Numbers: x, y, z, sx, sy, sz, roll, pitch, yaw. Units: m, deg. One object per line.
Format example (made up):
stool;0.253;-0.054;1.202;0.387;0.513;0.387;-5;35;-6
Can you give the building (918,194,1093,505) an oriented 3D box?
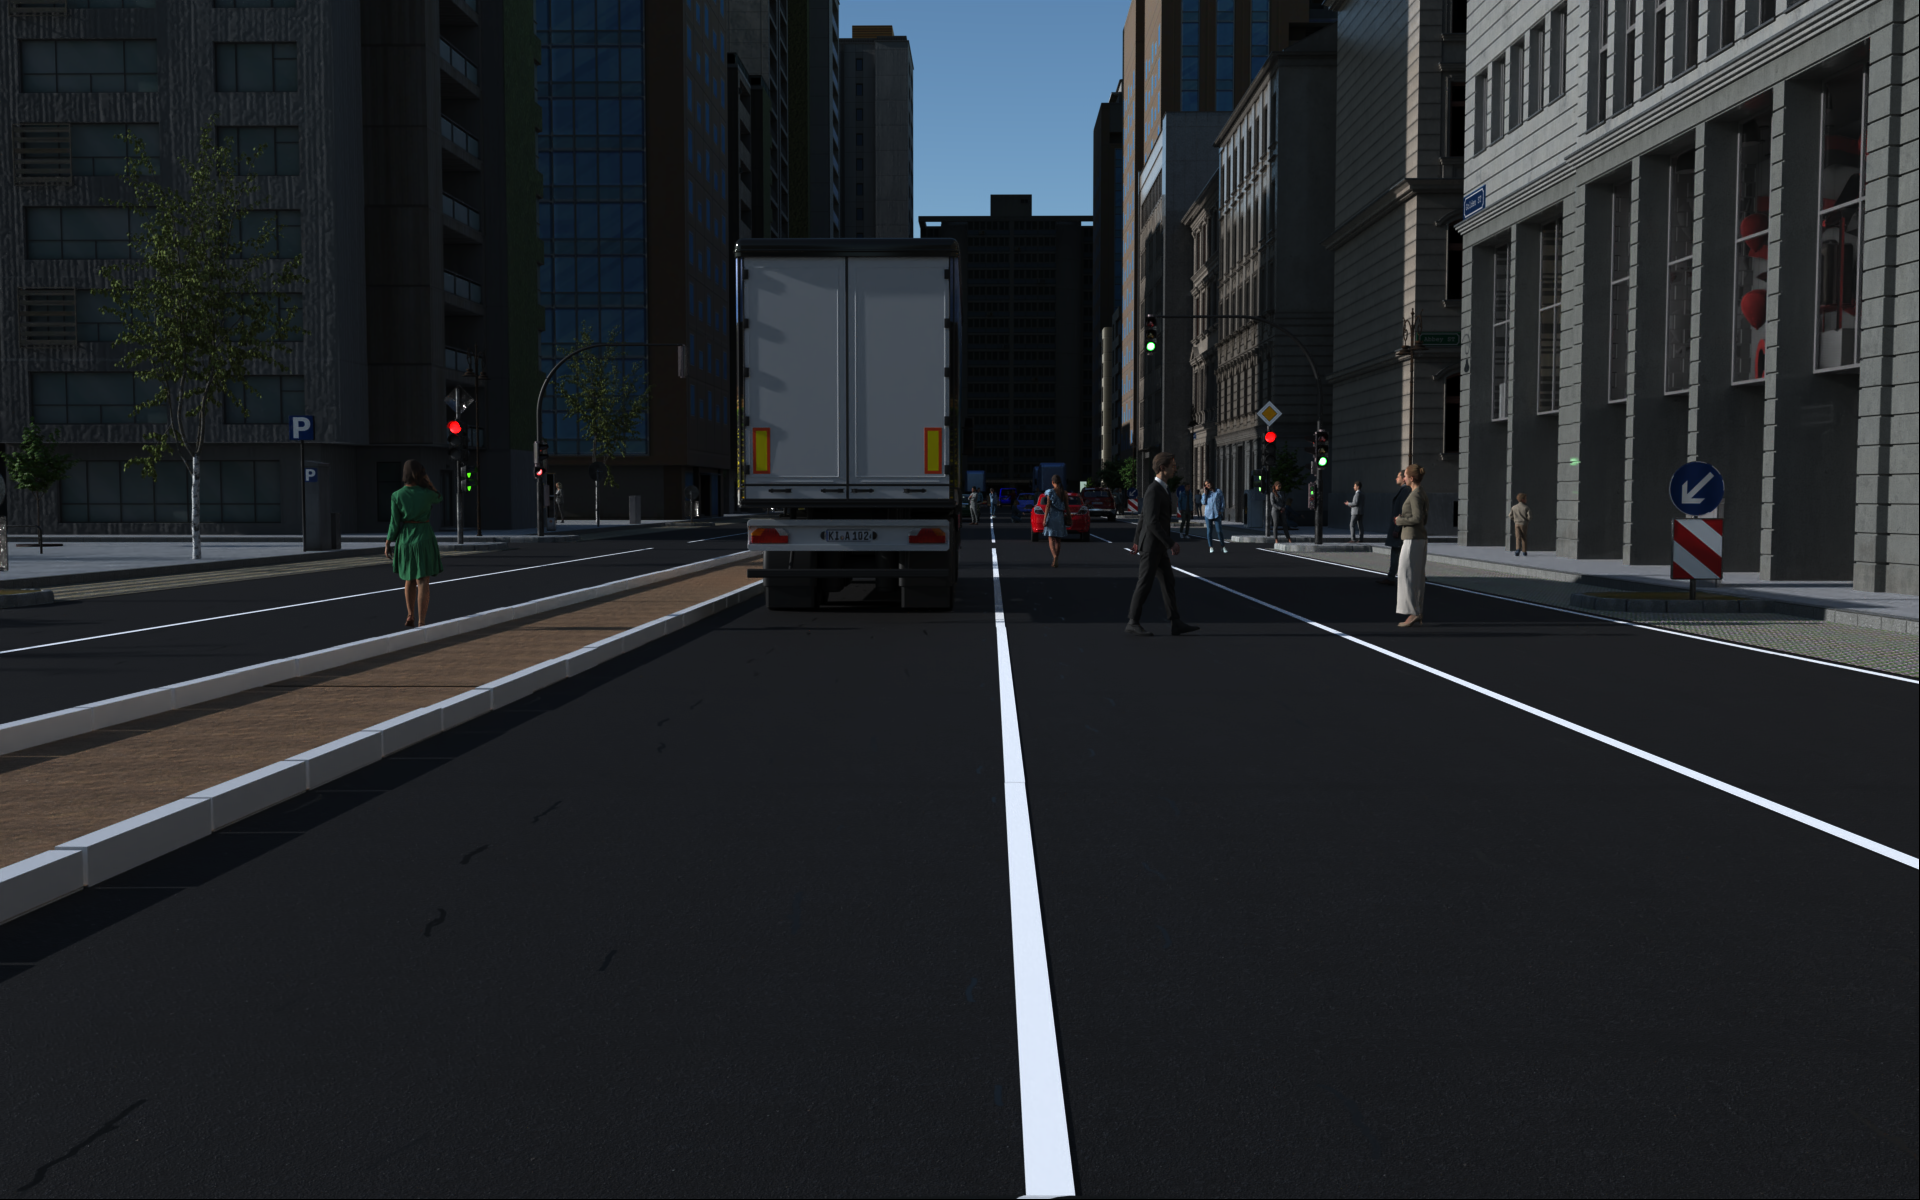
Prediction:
building;6.615;-32.753;227.386;23.993;40.220;32.217;0;4;1

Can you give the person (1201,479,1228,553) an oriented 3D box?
person;6.236;-2.057;42.391;0.793;1.790;0.793;-1;4;-12

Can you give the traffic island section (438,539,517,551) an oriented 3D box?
traffic island section;-12.876;-1.364;44.584;2.009;0.180;2.903;0;4;1

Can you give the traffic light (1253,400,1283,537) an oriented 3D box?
traffic light;9.258;-3.863;52.078;0.839;4.253;0.868;0;4;1

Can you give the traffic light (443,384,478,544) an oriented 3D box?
traffic light;-12.836;-3.396;44.449;0.839;4.253;0.868;0;4;1

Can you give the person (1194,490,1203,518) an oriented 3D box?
person;12.747;-5.113;92.242;0.503;1.515;0.523;0;4;-5

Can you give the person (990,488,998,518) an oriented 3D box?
person;2.042;-5.918;105.518;0.793;1.790;0.793;1;4;14

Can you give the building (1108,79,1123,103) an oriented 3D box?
building;32.332;-38.899;225.235;27.495;52.752;28.713;0;4;1

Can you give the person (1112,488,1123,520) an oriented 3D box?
person;8.775;-5.395;97.194;0.782;1.767;0.515;3;5;39

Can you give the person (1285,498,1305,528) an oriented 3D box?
person;12.082;-3.173;63.417;0.738;1.151;1.012;-1;4;-13

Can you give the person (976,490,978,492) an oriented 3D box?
person;1.466;-8.561;148.617;0.705;1.807;1.348;2;4;26

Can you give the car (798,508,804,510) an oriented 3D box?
car;-5.740;-3.580;68.762;2.015;1.641;3.980;0;4;-1

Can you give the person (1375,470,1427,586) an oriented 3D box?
person;6.920;-1.133;27.125;0.767;1.812;0.694;2;4;23

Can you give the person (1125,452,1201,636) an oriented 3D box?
person;2.046;-0.562;17.471;0.755;1.850;0.659;1;4;12

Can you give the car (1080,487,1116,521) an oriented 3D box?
car;7.237;-5.125;92.462;2.281;1.827;5.304;0;4;3

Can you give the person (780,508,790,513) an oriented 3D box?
person;-5.747;-3.014;57.885;0.850;1.850;0.679;-3;4;-36

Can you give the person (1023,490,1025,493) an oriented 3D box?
person;5.264;-8.217;142.949;0.705;1.812;1.348;3;5;43

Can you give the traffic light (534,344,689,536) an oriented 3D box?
traffic light;-10.608;-4.756;52.433;4.771;5.953;1.251;0;4;1

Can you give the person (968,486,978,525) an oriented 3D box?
person;0.597;-4.427;81.064;0.511;1.800;0.466;3;5;41

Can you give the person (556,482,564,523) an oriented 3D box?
person;-17.711;-4.290;76.362;0.526;1.800;0.537;-3;4;-37

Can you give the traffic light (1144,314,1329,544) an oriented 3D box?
traffic light;7.029;-4.240;43.988;4.771;5.953;1.251;0;4;1

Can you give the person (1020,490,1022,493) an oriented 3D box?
person;5.671;-9.286;160.407;0.705;1.814;1.350;0;4;-1

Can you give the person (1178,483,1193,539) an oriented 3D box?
person;7.227;-2.851;55.464;0.601;1.785;0.444;-1;4;-17

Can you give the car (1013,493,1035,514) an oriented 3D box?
car;4.389;-6.283;112.324;1.945;1.707;3.694;0;4;2

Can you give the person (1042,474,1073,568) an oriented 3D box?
person;1.908;-1.537;33.717;0.616;1.811;0.778;0;4;-6

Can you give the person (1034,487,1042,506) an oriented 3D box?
person;4.386;-5.473;98.078;0.635;1.810;0.391;2;4;33

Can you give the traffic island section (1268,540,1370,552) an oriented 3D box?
traffic island section;9.162;-1.341;44.208;2.009;0.180;2.903;0;4;1

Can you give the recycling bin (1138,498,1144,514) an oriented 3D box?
recycling bin;12.029;-6.171;113.454;0.722;1.027;0.722;0;4;2

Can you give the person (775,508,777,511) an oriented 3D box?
person;-13.840;-7.528;129.218;0.705;1.812;1.348;3;4;36

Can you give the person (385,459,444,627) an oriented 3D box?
person;-5.724;-0.577;18.182;0.600;1.795;0.529;-1;4;-19

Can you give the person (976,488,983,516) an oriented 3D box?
person;1.224;-6.263;110.758;0.638;1.841;0.748;3;4;38

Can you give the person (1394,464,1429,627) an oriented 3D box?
person;4.904;-0.600;18.858;0.362;1.759;0.519;2;4;25

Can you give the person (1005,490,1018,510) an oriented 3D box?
person;4.662;-8.827;152.753;1.348;1.831;0.705;0;4;-6

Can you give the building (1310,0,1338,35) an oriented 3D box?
building;22.086;-29.800;137.343;14.600;45.320;14.200;0;4;1

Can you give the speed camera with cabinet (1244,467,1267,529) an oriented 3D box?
speed camera with cabinet;11.129;-4.326;65.070;0.660;3.252;2.038;0;4;-1

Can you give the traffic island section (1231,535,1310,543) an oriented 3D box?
traffic island section;9.298;-1.829;52.192;2.009;0.180;2.903;0;4;1

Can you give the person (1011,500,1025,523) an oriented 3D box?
person;2.890;-4.411;86.116;0.738;1.151;1.012;0;4;5

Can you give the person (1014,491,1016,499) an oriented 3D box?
person;5.463;-10.242;176.506;0.434;1.755;0.990;2;4;25

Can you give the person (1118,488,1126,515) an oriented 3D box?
person;10.294;-6.261;111.040;0.661;1.801;0.590;1;4;9

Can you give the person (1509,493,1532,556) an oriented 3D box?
person;11.604;-1.562;35.860;0.475;1.303;0.640;1;4;22

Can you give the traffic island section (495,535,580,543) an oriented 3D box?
traffic island section;-12.741;-1.852;52.568;2.009;0.180;2.903;0;4;1

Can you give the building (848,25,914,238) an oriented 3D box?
building;-20.111;-41.590;221.994;28.212;58.520;21.231;0;4;1

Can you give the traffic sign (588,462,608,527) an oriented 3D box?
traffic sign;-14.161;-4.136;67.732;0.768;2.556;0.104;0;4;5

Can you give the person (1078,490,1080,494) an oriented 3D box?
person;13.931;-12.011;203.083;0.621;1.740;0.551;0;4;6

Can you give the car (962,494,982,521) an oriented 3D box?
car;0.118;-4.917;92.190;2.131;1.459;4.920;0;4;0

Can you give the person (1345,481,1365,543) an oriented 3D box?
person;11.417;-2.530;50.062;0.583;1.804;0.606;2;4;28

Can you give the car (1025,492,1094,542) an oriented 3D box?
car;3.090;-2.726;53.605;2.155;1.783;4.494;0;4;2

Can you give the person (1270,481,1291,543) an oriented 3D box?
person;8.989;-2.422;48.374;0.520;1.790;0.573;-3;5;-45
